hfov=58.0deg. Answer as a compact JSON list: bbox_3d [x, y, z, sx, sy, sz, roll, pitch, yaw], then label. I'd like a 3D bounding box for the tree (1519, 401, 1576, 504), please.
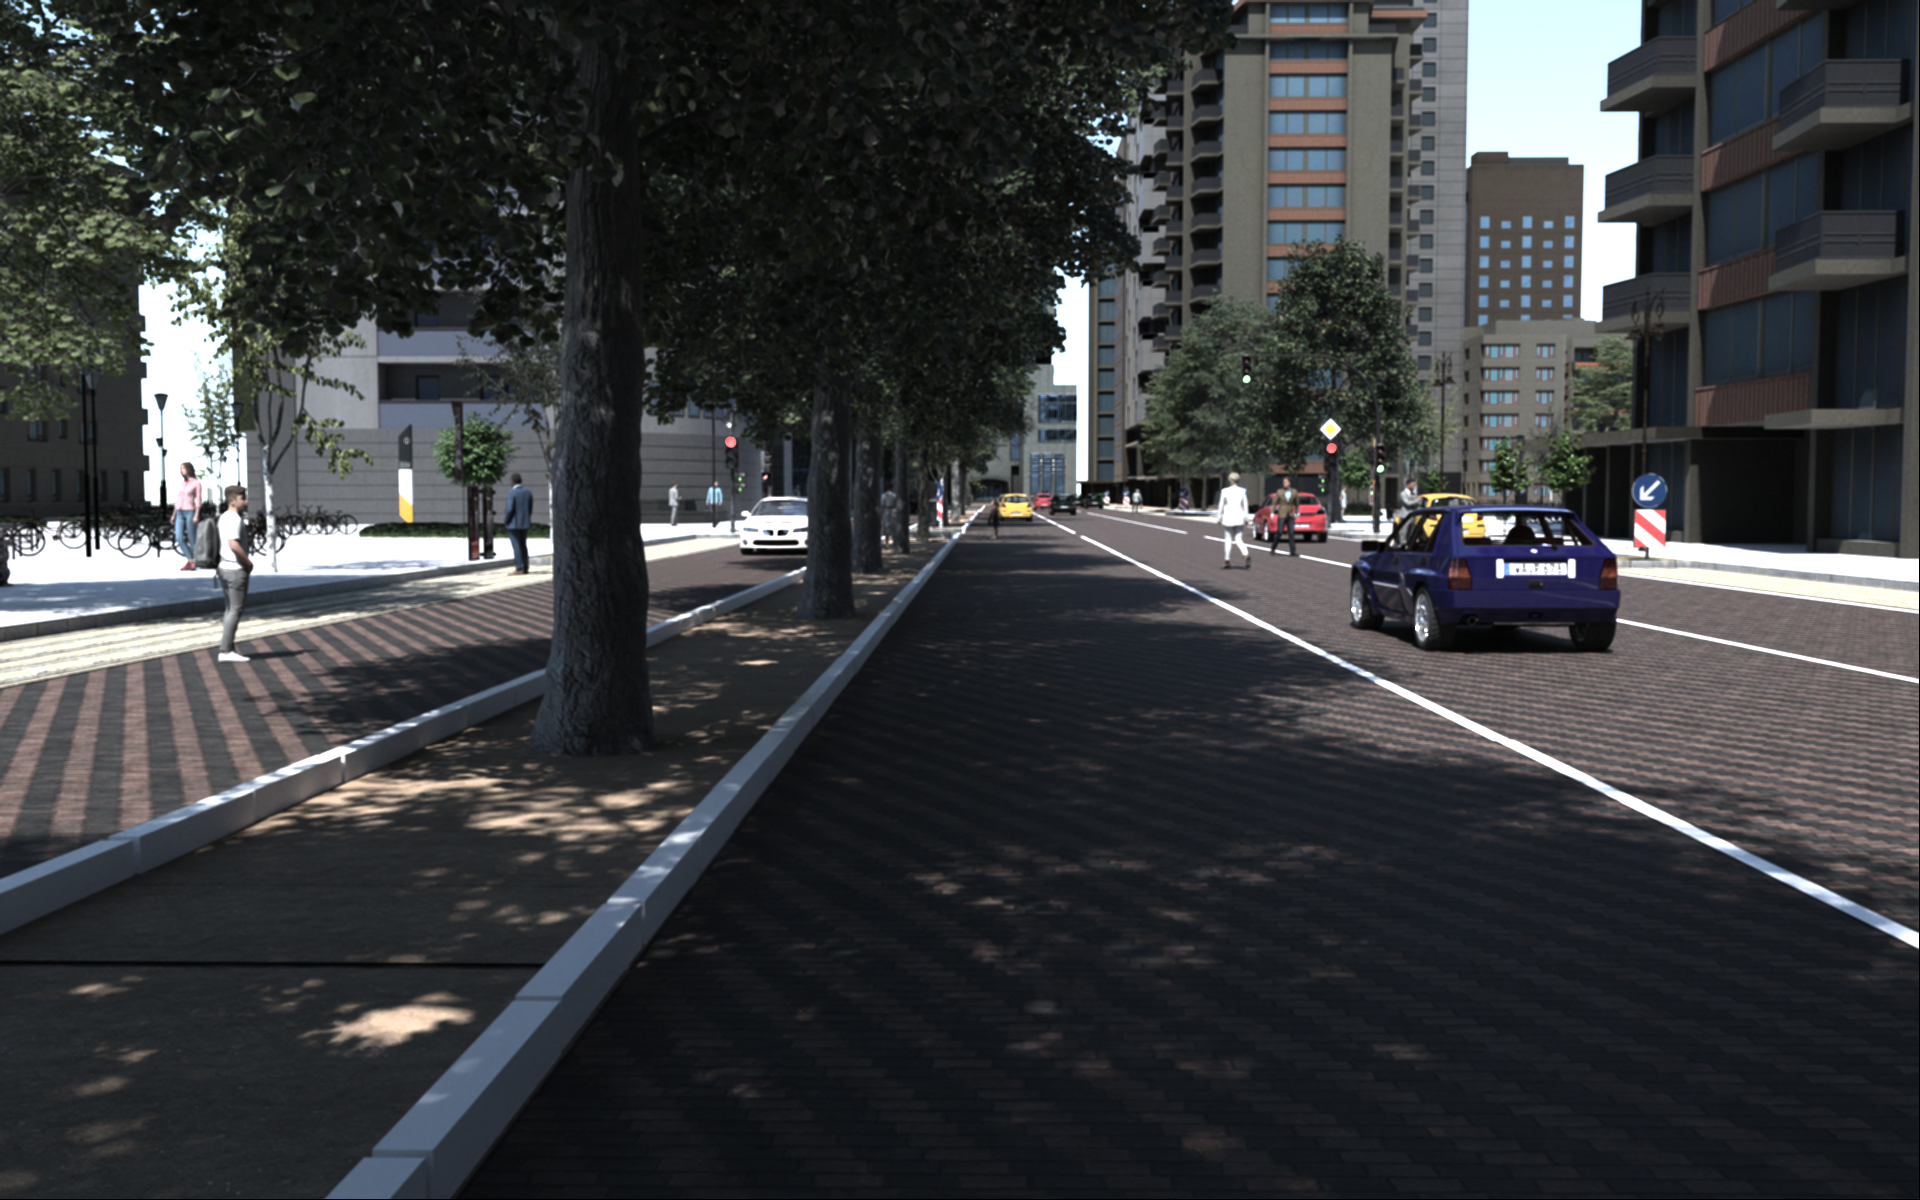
[{"bbox_3d":[46.517,-11.394,136.649,4.360,8.622,3.978,0,3,0],"label":"tree"}]

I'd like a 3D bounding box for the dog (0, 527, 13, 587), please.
[{"bbox_3d":[-13.467,-0.590,24.026,0.513,0.831,0.800,1,4,19],"label":"dog"}]

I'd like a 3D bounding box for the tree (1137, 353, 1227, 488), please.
[{"bbox_3d":[17.349,-13.314,135.807,7.486,12.596,7.792,0,3,0],"label":"tree"}]

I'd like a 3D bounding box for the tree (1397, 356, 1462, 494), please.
[{"bbox_3d":[24.667,-8.719,92.923,4.737,8.622,4.395,0,3,0],"label":"tree"}]

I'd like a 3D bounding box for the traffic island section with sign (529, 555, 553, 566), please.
[{"bbox_3d":[-7.605,-1.634,35.345,1.989,1.847,2.006,0,4,1],"label":"traffic island section with sign"}]

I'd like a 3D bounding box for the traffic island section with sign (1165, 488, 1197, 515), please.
[{"bbox_3d":[14.805,-6.577,116.161,1.989,1.847,2.006,0,4,1],"label":"traffic island section with sign"}]

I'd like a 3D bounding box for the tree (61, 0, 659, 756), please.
[{"bbox_3d":[-2.060,-6.135,9.416,9.857,13.997,8.962,0,3,0],"label":"tree"}]

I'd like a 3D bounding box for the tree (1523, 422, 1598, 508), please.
[{"bbox_3d":[16.366,-3.195,46.832,1.663,3.219,1.824,0,3,0],"label":"tree"}]

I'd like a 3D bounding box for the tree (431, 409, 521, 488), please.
[{"bbox_3d":[-18.789,-5.109,67.247,4.285,4.588,4.351,0,3,0],"label":"tree"}]

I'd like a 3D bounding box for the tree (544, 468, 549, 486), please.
[{"bbox_3d":[-15.389,-4.443,67.248,1.663,3.219,1.824,0,3,0],"label":"tree"}]

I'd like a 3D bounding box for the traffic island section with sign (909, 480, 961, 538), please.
[{"bbox_3d":[-1.083,-2.998,57.160,2.006,1.907,1.989,0,4,1],"label":"traffic island section with sign"}]

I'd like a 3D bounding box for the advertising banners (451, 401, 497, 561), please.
[{"bbox_3d":[-9.403,-2.281,33.479,0.090,3.025,2.074,0,4,6],"label":"advertising banners"}]

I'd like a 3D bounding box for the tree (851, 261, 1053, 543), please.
[{"bbox_3d":[-1.000,-7.502,50.868,9.928,11.665,9.643,0,3,0],"label":"tree"}]

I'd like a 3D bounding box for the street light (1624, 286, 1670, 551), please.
[{"bbox_3d":[15.301,-4.030,38.686,0.468,5.910,1.993,0,4,1],"label":"street light"}]

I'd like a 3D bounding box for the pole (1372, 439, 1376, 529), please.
[{"bbox_3d":[15.323,-4.289,63.965,0.158,3.312,0.155,0,3,0],"label":"pole"}]

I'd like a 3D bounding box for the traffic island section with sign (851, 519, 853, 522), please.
[{"bbox_3d":[-6.531,-4.954,89.627,1.989,1.847,2.006,0,4,1],"label":"traffic island section with sign"}]

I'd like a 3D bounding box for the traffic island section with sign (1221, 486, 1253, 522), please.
[{"bbox_3d":[14.285,-4.929,89.210,1.989,1.847,2.006,0,4,1],"label":"traffic island section with sign"}]

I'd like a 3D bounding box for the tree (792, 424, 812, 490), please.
[{"bbox_3d":[-9.313,-9.469,105.183,4.360,8.622,3.978,0,3,0],"label":"tree"}]

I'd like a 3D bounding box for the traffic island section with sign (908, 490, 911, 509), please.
[{"bbox_3d":[-5.024,-9.672,166.768,1.989,1.847,2.006,0,4,1],"label":"traffic island section with sign"}]

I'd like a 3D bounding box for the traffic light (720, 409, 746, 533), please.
[{"bbox_3d":[-7.463,-4.159,56.916,0.839,4.253,0.868,0,4,1],"label":"traffic light"}]

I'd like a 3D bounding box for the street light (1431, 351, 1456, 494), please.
[{"bbox_3d":[15.605,-5.092,56.041,0.468,5.910,1.993,0,4,1],"label":"street light"}]

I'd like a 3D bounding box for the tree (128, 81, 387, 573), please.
[{"bbox_3d":[-11.141,-4.735,27.782,4.737,8.622,4.395,0,3,0],"label":"tree"}]

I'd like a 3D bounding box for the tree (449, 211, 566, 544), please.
[{"bbox_3d":[-10.701,-5.755,44.456,4.360,8.622,3.978,0,3,0],"label":"tree"}]

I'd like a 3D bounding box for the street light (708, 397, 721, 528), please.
[{"bbox_3d":[-9.330,-5.676,65.588,0.468,5.910,1.993,0,4,1],"label":"street light"}]

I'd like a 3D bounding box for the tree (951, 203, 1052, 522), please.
[{"bbox_3d":[-1.422,-14.026,87.670,12.611,20.169,13.585,0,3,0],"label":"tree"}]

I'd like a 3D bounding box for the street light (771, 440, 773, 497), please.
[{"bbox_3d":[-9.016,-6.744,83.053,0.468,5.910,1.993,0,4,1],"label":"street light"}]

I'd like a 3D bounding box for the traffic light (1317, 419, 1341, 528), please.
[{"bbox_3d":[13.751,-4.623,64.503,0.839,4.253,0.868,0,4,1],"label":"traffic light"}]

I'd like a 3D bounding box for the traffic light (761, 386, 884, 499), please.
[{"bbox_3d":[-5.213,-5.518,64.894,4.771,5.953,1.251,0,4,1],"label":"traffic light"}]

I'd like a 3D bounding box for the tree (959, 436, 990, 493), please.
[{"bbox_3d":[0.325,-10.334,121.788,4.737,8.622,4.395,0,3,0],"label":"tree"}]

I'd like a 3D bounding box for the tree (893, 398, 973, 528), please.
[{"bbox_3d":[-0.739,-6.950,66.452,4.360,8.622,3.978,0,3,0],"label":"tree"}]

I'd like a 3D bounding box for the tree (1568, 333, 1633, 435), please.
[{"bbox_3d":[46.563,-12.512,122.703,7.486,12.596,7.792,0,3,0],"label":"tree"}]

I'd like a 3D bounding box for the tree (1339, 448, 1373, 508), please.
[{"bbox_3d":[25.833,-7.841,111.912,4.285,4.588,4.351,0,3,0],"label":"tree"}]

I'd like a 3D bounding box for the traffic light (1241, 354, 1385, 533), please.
[{"bbox_3d":[11.501,-5.000,56.420,4.771,5.953,1.251,0,4,1],"label":"traffic light"}]

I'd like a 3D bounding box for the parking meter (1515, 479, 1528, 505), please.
[{"bbox_3d":[20.531,-3.528,63.387,0.399,1.863,0.255,0,4,-4],"label":"parking meter"}]

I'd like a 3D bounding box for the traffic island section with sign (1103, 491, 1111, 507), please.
[{"bbox_3d":[16.356,-11.383,194.732,1.989,1.847,2.006,0,4,1],"label":"traffic island section with sign"}]

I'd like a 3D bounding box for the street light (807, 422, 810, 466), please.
[{"bbox_3d":[-8.718,-7.788,100.119,0.468,5.910,1.993,0,4,1],"label":"street light"}]

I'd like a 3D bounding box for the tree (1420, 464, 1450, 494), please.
[{"bbox_3d":[27.727,-6.554,101.761,1.663,3.219,1.824,0,3,0],"label":"tree"}]

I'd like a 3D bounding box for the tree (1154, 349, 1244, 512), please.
[{"bbox_3d":[17.553,-12.126,124.012,9.928,11.665,9.643,0,3,0],"label":"tree"}]

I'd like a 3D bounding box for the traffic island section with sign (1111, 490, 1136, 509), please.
[{"bbox_3d":[15.804,-9.647,166.351,1.989,1.847,2.006,0,4,1],"label":"traffic island section with sign"}]

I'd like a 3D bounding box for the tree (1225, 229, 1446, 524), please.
[{"bbox_3d":[16.275,-9.689,75.418,9.611,12.733,9.660,0,3,0],"label":"tree"}]

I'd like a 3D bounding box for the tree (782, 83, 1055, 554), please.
[{"bbox_3d":[-1.494,-7.393,41.459,7.486,12.596,7.792,0,3,0],"label":"tree"}]

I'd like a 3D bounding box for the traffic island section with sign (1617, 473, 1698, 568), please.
[{"bbox_3d":[13.198,-1.562,34.162,1.989,1.847,2.006,0,4,1],"label":"traffic island section with sign"}]

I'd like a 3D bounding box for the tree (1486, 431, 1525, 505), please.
[{"bbox_3d":[16.241,-3.497,51.770,1.663,3.219,1.824,0,3,0],"label":"tree"}]

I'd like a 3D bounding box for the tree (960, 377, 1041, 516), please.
[{"bbox_3d":[0.211,-12.254,113.182,12.009,13.543,11.850,0,3,0],"label":"tree"}]

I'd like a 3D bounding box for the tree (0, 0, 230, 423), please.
[{"bbox_3d":[-11.551,-6.102,17.888,7.486,12.596,7.792,0,3,0],"label":"tree"}]

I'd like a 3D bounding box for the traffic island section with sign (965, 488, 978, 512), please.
[{"bbox_3d":[0.537,-8.046,139.690,2.006,1.907,1.989,0,4,1],"label":"traffic island section with sign"}]
